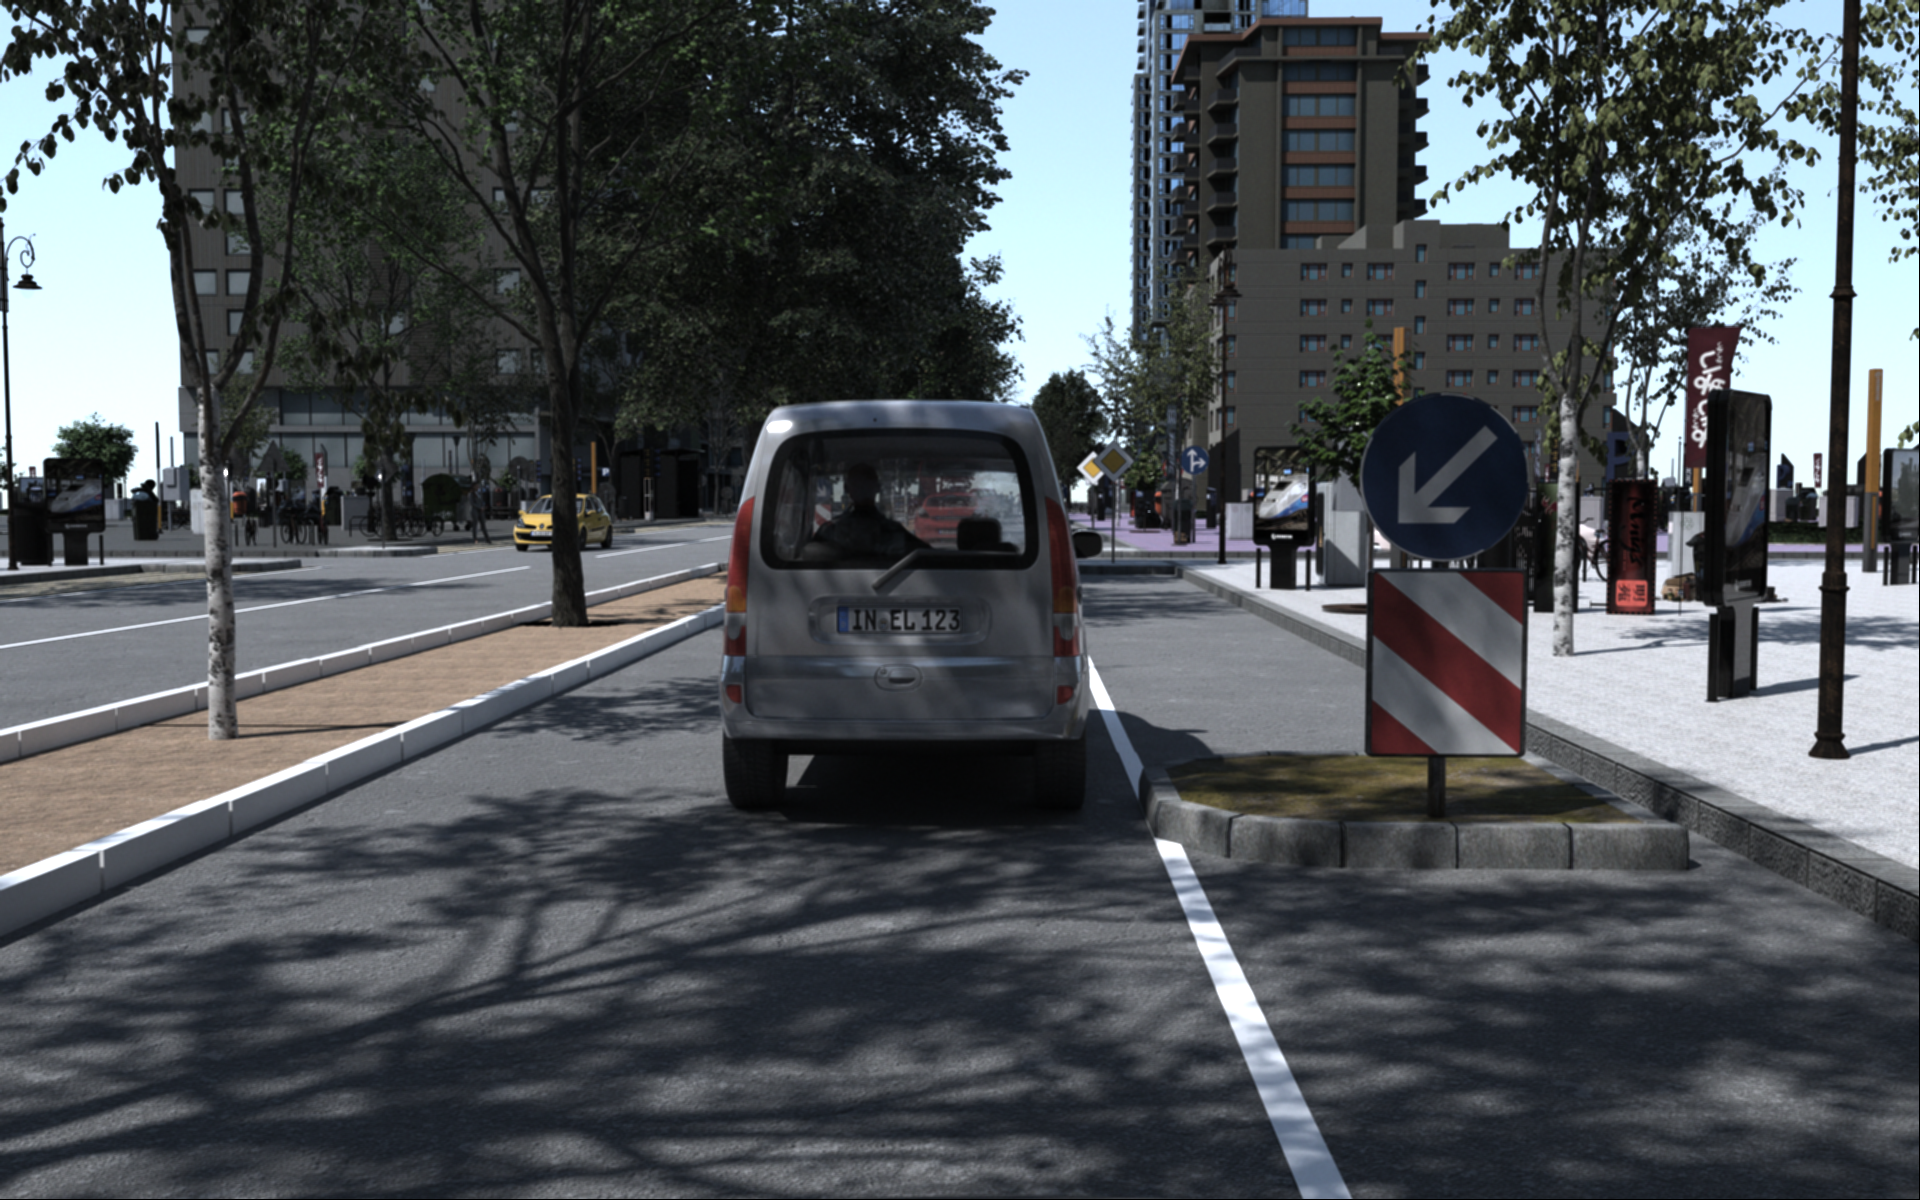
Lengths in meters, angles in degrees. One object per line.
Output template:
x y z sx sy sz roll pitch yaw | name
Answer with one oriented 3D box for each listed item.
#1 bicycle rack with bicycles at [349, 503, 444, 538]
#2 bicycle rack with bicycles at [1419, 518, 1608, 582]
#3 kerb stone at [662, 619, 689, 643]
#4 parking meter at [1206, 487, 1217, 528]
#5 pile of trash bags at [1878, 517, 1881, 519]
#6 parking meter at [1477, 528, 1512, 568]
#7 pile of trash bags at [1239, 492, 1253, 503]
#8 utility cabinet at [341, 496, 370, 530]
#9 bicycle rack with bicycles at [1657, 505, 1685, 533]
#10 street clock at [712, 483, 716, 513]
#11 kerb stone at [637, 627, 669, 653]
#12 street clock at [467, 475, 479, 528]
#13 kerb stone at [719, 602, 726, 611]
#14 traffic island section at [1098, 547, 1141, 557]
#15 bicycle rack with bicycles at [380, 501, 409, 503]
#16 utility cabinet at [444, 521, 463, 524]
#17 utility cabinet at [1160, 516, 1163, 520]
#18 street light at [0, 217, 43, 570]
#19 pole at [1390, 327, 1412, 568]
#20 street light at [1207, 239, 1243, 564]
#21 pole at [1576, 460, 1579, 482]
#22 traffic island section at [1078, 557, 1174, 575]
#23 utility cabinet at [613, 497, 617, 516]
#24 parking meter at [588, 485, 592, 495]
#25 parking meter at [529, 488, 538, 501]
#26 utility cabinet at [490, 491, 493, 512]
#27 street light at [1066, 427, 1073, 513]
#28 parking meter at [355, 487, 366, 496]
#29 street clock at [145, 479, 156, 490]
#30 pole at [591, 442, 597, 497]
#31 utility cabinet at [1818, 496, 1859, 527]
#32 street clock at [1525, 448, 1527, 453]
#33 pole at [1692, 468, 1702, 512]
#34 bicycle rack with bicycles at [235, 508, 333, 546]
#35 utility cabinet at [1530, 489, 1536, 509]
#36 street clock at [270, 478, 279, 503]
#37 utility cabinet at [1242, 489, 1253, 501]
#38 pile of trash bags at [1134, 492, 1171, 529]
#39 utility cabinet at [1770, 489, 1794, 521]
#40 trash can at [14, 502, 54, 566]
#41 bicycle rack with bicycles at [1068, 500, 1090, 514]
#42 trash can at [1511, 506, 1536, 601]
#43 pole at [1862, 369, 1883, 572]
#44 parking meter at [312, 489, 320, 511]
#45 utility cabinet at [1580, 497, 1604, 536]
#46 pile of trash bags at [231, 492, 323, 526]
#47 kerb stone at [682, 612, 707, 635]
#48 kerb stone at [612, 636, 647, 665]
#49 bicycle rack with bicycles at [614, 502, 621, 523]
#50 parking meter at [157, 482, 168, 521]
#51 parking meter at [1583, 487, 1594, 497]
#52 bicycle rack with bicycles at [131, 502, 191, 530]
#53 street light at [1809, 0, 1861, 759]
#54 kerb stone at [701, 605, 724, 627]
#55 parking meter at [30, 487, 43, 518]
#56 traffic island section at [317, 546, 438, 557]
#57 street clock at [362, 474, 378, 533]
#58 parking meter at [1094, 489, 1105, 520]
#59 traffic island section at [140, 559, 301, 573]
-16.875 -2.372 52.156 2.852 0.926 2.925 3 5 42 | bicycle rack with bicycles
8.228 -0.784 26.193 2.852 0.926 2.925 0 4 -8 | bicycle rack with bicycles
-2.834 0.324 16.987 0.120 0.150 1.000 0 4 2 | kerb stone
9.436 -3.461 65.001 0.372 1.533 0.369 0 3 0 | parking meter
54.844 -5.527 100.125 3.447 1.369 1.912 -1 4 -9 | pile of trash bags
6.054 -0.686 19.627 0.372 1.533 0.369 0 3 0 | parking meter
10.734 -3.149 61.243 1.912 1.369 3.447 0 4 -4 | pile of trash bags
-21.490 -3.092 61.716 1.020 1.237 0.306 -2 4 -34 | utility cabinet
23.391 -2.764 58.577 2.925 0.926 2.852 0 4 -8 | bicycle rack with bicycles
-16.426 -6.823 116.123 0.358 2.002 0.471 -3 5 -43 | street clock
-2.859 0.382 15.957 0.120 0.150 1.000 0 4 2 | kerb stone
-18.503 -3.742 65.748 0.471 2.002 0.358 -2 4 -28 | street clock
-2.744 0.130 20.063 0.120 0.150 1.000 0 4 2 | kerb stone
3.109 -1.098 40.230 2.009 0.180 2.903 0 4 2 | traffic island section
-21.509 -3.295 67.253 2.852 0.926 2.925 -1 4 -13 | bicycle rack with bicycles
-22.039 -3.912 75.128 1.020 1.237 0.306 2 4 27 | utility cabinet
9.562 -4.357 82.393 0.306 1.237 1.020 0 4 -2 | utility cabinet
-15.982 -3.441 29.052 0.468 5.910 1.993 0 4 2 | street light
5.422 -1.680 21.308 0.158 3.312 0.155 0 3 0 | pole
4.826 -3.604 31.712 0.468 5.910 1.993 0 4 2 | street light
37.236 -6.774 104.604 0.158 3.312 0.155 0 3 0 | pole
2.871 -0.610 32.248 2.009 0.180 2.903 0 4 2 | traffic island section
-19.688 -5.522 98.961 0.318 1.500 1.173 2 4 31 | utility cabinet
-23.487 -6.412 110.544 0.255 1.863 0.399 3 4 38 | parking meter
-17.077 -3.728 69.364 0.372 1.533 0.369 0 3 0 | parking meter
-30.550 -6.346 112.440 0.318 1.500 1.173 2 4 34 | utility cabinet
7.551 -8.978 119.584 0.468 5.910 1.993 0 4 2 | street light
-22.661 -3.492 65.502 0.372 1.533 0.369 0 3 0 | parking meter
-39.858 -4.936 85.278 0.471 2.002 0.358 -3 5 -42 | street clock
-14.312 -4.522 67.779 0.158 3.312 0.155 0 3 0 | pole
25.614 -2.406 50.502 0.306 1.237 1.020 -3 5 -41 | utility cabinet
6.836 -1.052 21.767 0.471 2.002 0.358 0 4 -3 | street clock
17.990 -2.960 42.245 0.158 3.312 0.155 0 3 0 | pole
-17.252 -1.868 43.918 2.852 0.926 2.925 -1 4 -22 | bicycle rack with bicycles
24.007 -3.882 72.145 1.173 1.500 0.318 -3 5 -41 | utility cabinet
-31.656 -4.604 79.849 0.471 2.002 0.358 0 4 -6 | street clock
12.625 -4.087 75.505 0.318 1.500 1.173 2 4 31 | utility cabinet
7.559 -3.414 65.574 1.912 1.369 3.447 0 4 5 | pile of trash bags
34.817 -3.956 73.357 1.173 1.500 0.318 -2 4 -30 | utility cabinet
-16.718 -1.199 31.265 0.748 1.137 0.748 0 3 0 | trash can
8.290 -6.027 111.925 2.852 0.926 2.925 3 4 38 | bicycle rack with bicycles
6.797 -0.572 21.004 0.748 1.137 0.748 0 3 0 | trash can
14.918 -2.108 28.309 0.158 3.312 0.155 0 3 0 | pole
-32.389 -4.815 87.134 0.372 1.533 0.369 0 3 0 | parking meter
15.148 -1.902 42.258 1.020 1.237 0.306 2 4 35 | utility cabinet
-27.896 -3.718 70.536 3.447 1.369 1.912 -3 5 -45 | pile of trash bags
-2.802 0.256 18.016 0.120 0.150 1.000 0 4 2 | kerb stone
-2.888 0.446 14.935 0.120 0.150 1.000 0 4 2 | kerb stone
-16.382 -3.923 77.528 2.852 0.926 2.925 0 4 -1 | bicycle rack with bicycles
-37.781 -4.670 82.070 0.255 1.863 0.399 3 4 36 | parking meter
23.721 -3.483 65.351 0.372 1.533 0.369 0 3 0 | parking meter
-28.247 -3.012 62.622 2.925 0.926 2.852 -3 5 -42 | bicycle rack with bicycles
4.244 -2.171 8.280 0.468 5.910 1.993 0 4 2 | street light
-2.764 0.193 19.038 0.120 0.150 1.000 0 4 2 | kerb stone
-31.995 -3.157 60.021 0.372 1.533 0.369 0 3 0 | parking meter
-13.575 -1.128 40.728 2.009 0.180 2.903 0 4 2 | traffic island section
-19.627 -3.250 57.700 0.471 2.002 0.358 1 4 12 | street clock
6.864 -4.636 84.205 0.372 1.533 0.369 0 3 0 | parking meter
-13.813 -0.640 32.747 2.009 0.180 2.903 0 4 2 | traffic island section
